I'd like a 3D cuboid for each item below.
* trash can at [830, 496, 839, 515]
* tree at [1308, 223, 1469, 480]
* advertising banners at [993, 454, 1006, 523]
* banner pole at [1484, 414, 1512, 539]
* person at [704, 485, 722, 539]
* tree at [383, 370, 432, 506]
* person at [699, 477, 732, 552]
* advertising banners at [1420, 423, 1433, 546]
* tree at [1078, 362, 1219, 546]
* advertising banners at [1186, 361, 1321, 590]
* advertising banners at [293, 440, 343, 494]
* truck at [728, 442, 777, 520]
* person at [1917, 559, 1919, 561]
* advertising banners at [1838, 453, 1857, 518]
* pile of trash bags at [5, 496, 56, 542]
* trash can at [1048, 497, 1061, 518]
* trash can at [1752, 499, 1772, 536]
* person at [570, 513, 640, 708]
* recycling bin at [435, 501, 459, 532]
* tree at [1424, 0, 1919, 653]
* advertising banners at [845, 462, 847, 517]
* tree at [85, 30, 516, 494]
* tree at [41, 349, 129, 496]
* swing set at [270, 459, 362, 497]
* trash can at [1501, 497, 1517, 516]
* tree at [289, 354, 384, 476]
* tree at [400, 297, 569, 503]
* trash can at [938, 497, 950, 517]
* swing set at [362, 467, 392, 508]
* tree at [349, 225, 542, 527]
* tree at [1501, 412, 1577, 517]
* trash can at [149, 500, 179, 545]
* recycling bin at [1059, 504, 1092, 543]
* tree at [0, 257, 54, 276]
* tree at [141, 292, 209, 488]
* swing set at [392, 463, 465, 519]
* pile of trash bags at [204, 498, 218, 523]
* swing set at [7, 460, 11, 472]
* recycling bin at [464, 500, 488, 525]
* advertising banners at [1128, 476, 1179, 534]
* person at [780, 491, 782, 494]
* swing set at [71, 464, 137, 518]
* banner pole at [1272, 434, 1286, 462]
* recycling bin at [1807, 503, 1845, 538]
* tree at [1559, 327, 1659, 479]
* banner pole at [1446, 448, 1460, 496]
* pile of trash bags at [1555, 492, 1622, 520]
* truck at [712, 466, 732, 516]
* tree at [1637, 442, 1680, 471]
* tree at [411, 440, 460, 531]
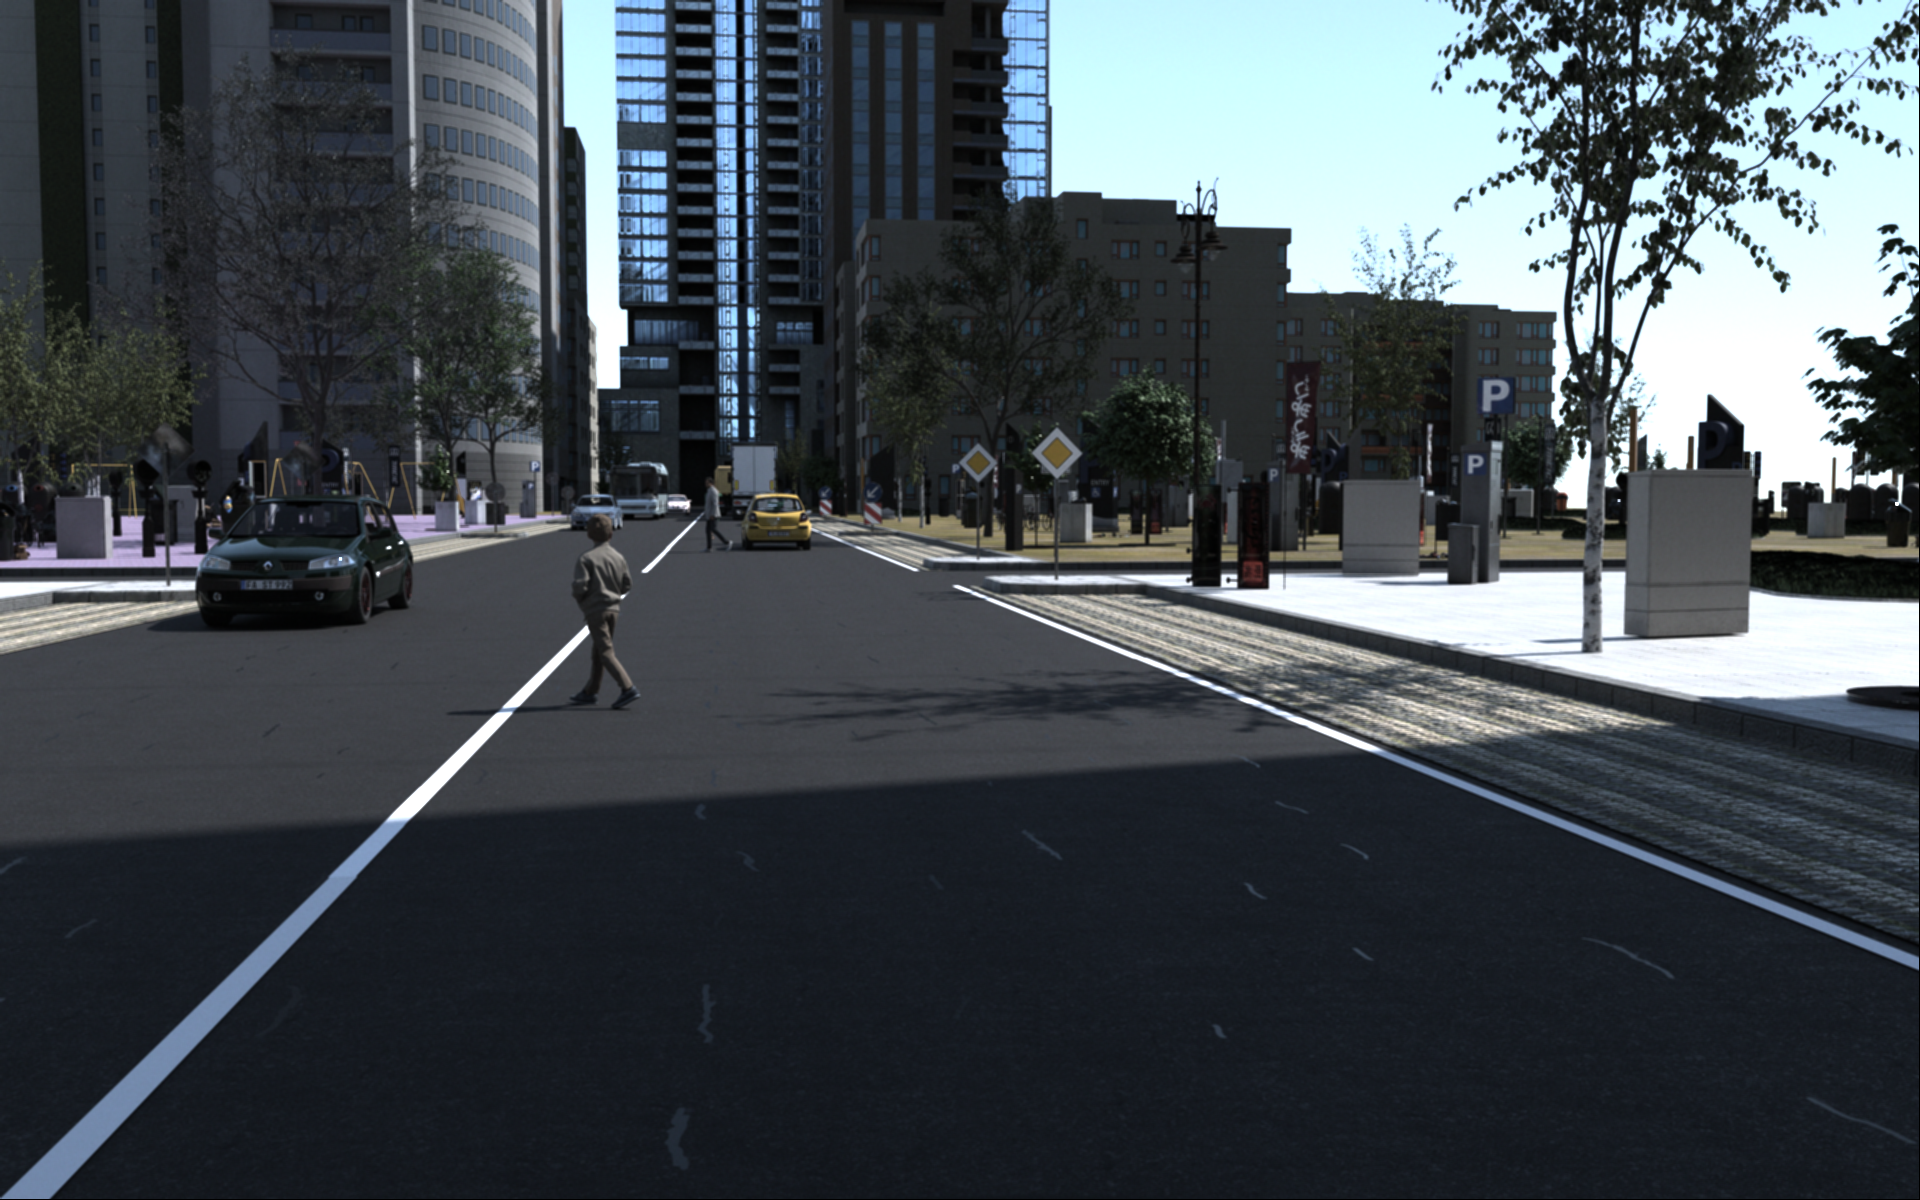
[{"bbox_3d":[-7.624,-5.774,106.052,0.748,1.137,0.748,0,3,0],"label":"trash can"},{"bbox_3d":[11.602,-5.870,46.339,4.737,8.622,4.395,0,3,0],"label":"tree"},{"bbox_3d":[2.039,-4.937,76.913,0.090,3.025,2.074,3,5,42],"label":"advertising banners"},{"bbox_3d":[15.524,-3.670,50.014,0.863,3.779,0.401,0,4,2],"label":"banner pole"},{"bbox_3d":[-7.968,-2.858,55.475,0.600,1.795,0.529,1,4,20],"label":"person"},{"bbox_3d":[-32.309,-9.027,97.953,4.360,8.622,3.978,0,3,0],"label":"tree"},{"bbox_3d":[-6.034,-2.103,42.738,0.795,1.843,0.661,-1,4,-16],"label":"person"},{"bbox_3d":[11.302,-2.828,42.426,0.090,3.025,2.074,2,4,29],"label":"advertising banners"},{"bbox_3d":[4.724,-3.626,43.005,4.285,4.588,4.351,0,3,0],"label":"tree"},{"bbox_3d":[3.960,-1.668,23.457,2.074,3.025,0.090,3,5,42],"label":"advertising banners"},{"bbox_3d":[-21.189,-3.732,57.209,0.090,3.025,2.074,2,4,25],"label":"advertising banners"},{"bbox_3d":[-11.772,-6.698,98.427,2.839,4.237,11.283,0,4,-7],"label":"truck"},{"bbox_3d":[18.557,-1.464,33.114,0.598,1.740,0.731,-1,4,-22],"label":"person"},{"bbox_3d":[36.418,-4.582,71.101,0.090,3.025,2.074,1,4,11],"label":"advertising banners"},{"bbox_3d":[-25.427,-2.251,46.558,3.447,1.369,1.912,0,4,-1],"label":"pile of trash bags"},{"bbox_3d":[5.002,-4.896,91.704,0.748,1.137,0.748,0,3,0],"label":"trash can"},{"bbox_3d":[24.636,-2.554,53.407,0.748,1.137,0.748,0,3,0],"label":"trash can"},{"bbox_3d":[-2.416,0.070,11.636,0.640,1.303,0.475,2,4,26],"label":"person"},{"bbox_3d":[-17.619,-2.872,59.516,0.722,1.027,0.722,-1,4,-9],"label":"recycling bin"},{"bbox_3d":[5.373,-3.882,13.841,4.360,8.622,3.978,0,3,0],"label":"tree"},{"bbox_3d":[-6.233,-6.030,94.774,0.090,3.025,2.074,0,4,-2],"label":"advertising banners"},{"bbox_3d":[-17.175,-8.297,46.020,12.009,13.543,11.850,0,3,0],"label":"tree"},{"bbox_3d":[-43.548,-8.339,86.705,4.360,8.622,3.978,0,3,0],"label":"tree"},{"bbox_3d":[-28.728,-4.845,76.830,3.119,2.851,2.862,0,4,1],"label":"swing set"},{"bbox_3d":[25.214,-4.154,79.570,0.748,1.137,0.748,0,3,0],"label":"trash can"},{"bbox_3d":[-33.215,-8.568,90.449,4.360,8.622,3.978,0,3,0],"label":"tree"},{"bbox_3d":[-20.580,-8.634,75.573,7.601,10.594,8.767,0,4,-4],"label":"tree"},{"bbox_3d":[-0.894,-5.261,97.667,0.748,1.137,0.748,0,3,0],"label":"trash can"},{"bbox_3d":[-29.918,-5.357,85.212,2.862,2.851,3.119,0,4,-5],"label":"swing set"},{"bbox_3d":[-19.911,-8.651,67.194,9.928,11.665,9.643,0,3,0],"label":"tree"},{"bbox_3d":[23.152,-5.268,69.840,4.285,4.588,4.351,0,3,0],"label":"tree"},{"bbox_3d":[-19.977,-1.946,43.463,0.748,1.137,0.748,0,3,0],"label":"trash can"},{"bbox_3d":[3.057,-2.026,45.678,0.722,1.027,0.722,1,4,19],"label":"recycling bin"},{"bbox_3d":[-28.840,-6.306,53.471,4.737,8.622,4.395,0,3,0],"label":"tree"},{"bbox_3d":[-29.179,-6.840,62.192,4.737,8.622,4.395,0,3,0],"label":"tree"},{"bbox_3d":[-26.877,-5.453,86.776,3.119,2.851,2.862,1,4,12],"label":"swing set"},{"bbox_3d":[-35.066,-4.165,77.845,3.447,1.369,1.912,1,4,18],"label":"pile of trash bags"},{"bbox_3d":[-44.315,-5.035,79.946,3.119,2.851,2.862,0,4,5],"label":"swing set"},{"bbox_3d":[-20.345,-3.689,72.875,0.722,1.027,0.722,2,4,28],"label":"recycling bin"},{"bbox_3d":[6.227,-3.613,55.258,2.074,3.025,0.090,3,5,43],"label":"advertising banners"},{"bbox_3d":[-16.115,-8.965,155.631,0.434,1.755,0.990,-3,4,-38],"label":"person"},{"bbox_3d":[-45.494,-5.784,92.184,3.119,2.851,2.862,-2,4,-32],"label":"swing set"},{"bbox_3d":[13.240,-5.028,72.227,0.863,3.779,0.401,3,5,42],"label":"banner pole"},{"bbox_3d":[25.269,-2.322,50.522,0.722,1.027,0.722,-1,4,-14],"label":"recycling bin"},{"bbox_3d":[28.212,-7.682,75.962,4.737,8.622,4.395,0,3,0],"label":"tree"},{"bbox_3d":[26.509,-6.322,93.374,0.863,3.779,0.401,2,4,29],"label":"banner pole"},{"bbox_3d":[31.366,-4.664,86.006,3.447,1.369,1.912,1,4,23],"label":"pile of trash bags"},{"bbox_3d":[-15.357,-7.499,118.534,3.469,3.379,9.791,0,4,-6],"label":"truck"},{"bbox_3d":[26.163,-4.296,64.843,1.663,3.219,1.824,0,3,0],"label":"tree"},{"bbox_3d":[-18.342,-4.080,61.306,1.663,3.219,1.824,0,3,0],"label":"tree"}]
